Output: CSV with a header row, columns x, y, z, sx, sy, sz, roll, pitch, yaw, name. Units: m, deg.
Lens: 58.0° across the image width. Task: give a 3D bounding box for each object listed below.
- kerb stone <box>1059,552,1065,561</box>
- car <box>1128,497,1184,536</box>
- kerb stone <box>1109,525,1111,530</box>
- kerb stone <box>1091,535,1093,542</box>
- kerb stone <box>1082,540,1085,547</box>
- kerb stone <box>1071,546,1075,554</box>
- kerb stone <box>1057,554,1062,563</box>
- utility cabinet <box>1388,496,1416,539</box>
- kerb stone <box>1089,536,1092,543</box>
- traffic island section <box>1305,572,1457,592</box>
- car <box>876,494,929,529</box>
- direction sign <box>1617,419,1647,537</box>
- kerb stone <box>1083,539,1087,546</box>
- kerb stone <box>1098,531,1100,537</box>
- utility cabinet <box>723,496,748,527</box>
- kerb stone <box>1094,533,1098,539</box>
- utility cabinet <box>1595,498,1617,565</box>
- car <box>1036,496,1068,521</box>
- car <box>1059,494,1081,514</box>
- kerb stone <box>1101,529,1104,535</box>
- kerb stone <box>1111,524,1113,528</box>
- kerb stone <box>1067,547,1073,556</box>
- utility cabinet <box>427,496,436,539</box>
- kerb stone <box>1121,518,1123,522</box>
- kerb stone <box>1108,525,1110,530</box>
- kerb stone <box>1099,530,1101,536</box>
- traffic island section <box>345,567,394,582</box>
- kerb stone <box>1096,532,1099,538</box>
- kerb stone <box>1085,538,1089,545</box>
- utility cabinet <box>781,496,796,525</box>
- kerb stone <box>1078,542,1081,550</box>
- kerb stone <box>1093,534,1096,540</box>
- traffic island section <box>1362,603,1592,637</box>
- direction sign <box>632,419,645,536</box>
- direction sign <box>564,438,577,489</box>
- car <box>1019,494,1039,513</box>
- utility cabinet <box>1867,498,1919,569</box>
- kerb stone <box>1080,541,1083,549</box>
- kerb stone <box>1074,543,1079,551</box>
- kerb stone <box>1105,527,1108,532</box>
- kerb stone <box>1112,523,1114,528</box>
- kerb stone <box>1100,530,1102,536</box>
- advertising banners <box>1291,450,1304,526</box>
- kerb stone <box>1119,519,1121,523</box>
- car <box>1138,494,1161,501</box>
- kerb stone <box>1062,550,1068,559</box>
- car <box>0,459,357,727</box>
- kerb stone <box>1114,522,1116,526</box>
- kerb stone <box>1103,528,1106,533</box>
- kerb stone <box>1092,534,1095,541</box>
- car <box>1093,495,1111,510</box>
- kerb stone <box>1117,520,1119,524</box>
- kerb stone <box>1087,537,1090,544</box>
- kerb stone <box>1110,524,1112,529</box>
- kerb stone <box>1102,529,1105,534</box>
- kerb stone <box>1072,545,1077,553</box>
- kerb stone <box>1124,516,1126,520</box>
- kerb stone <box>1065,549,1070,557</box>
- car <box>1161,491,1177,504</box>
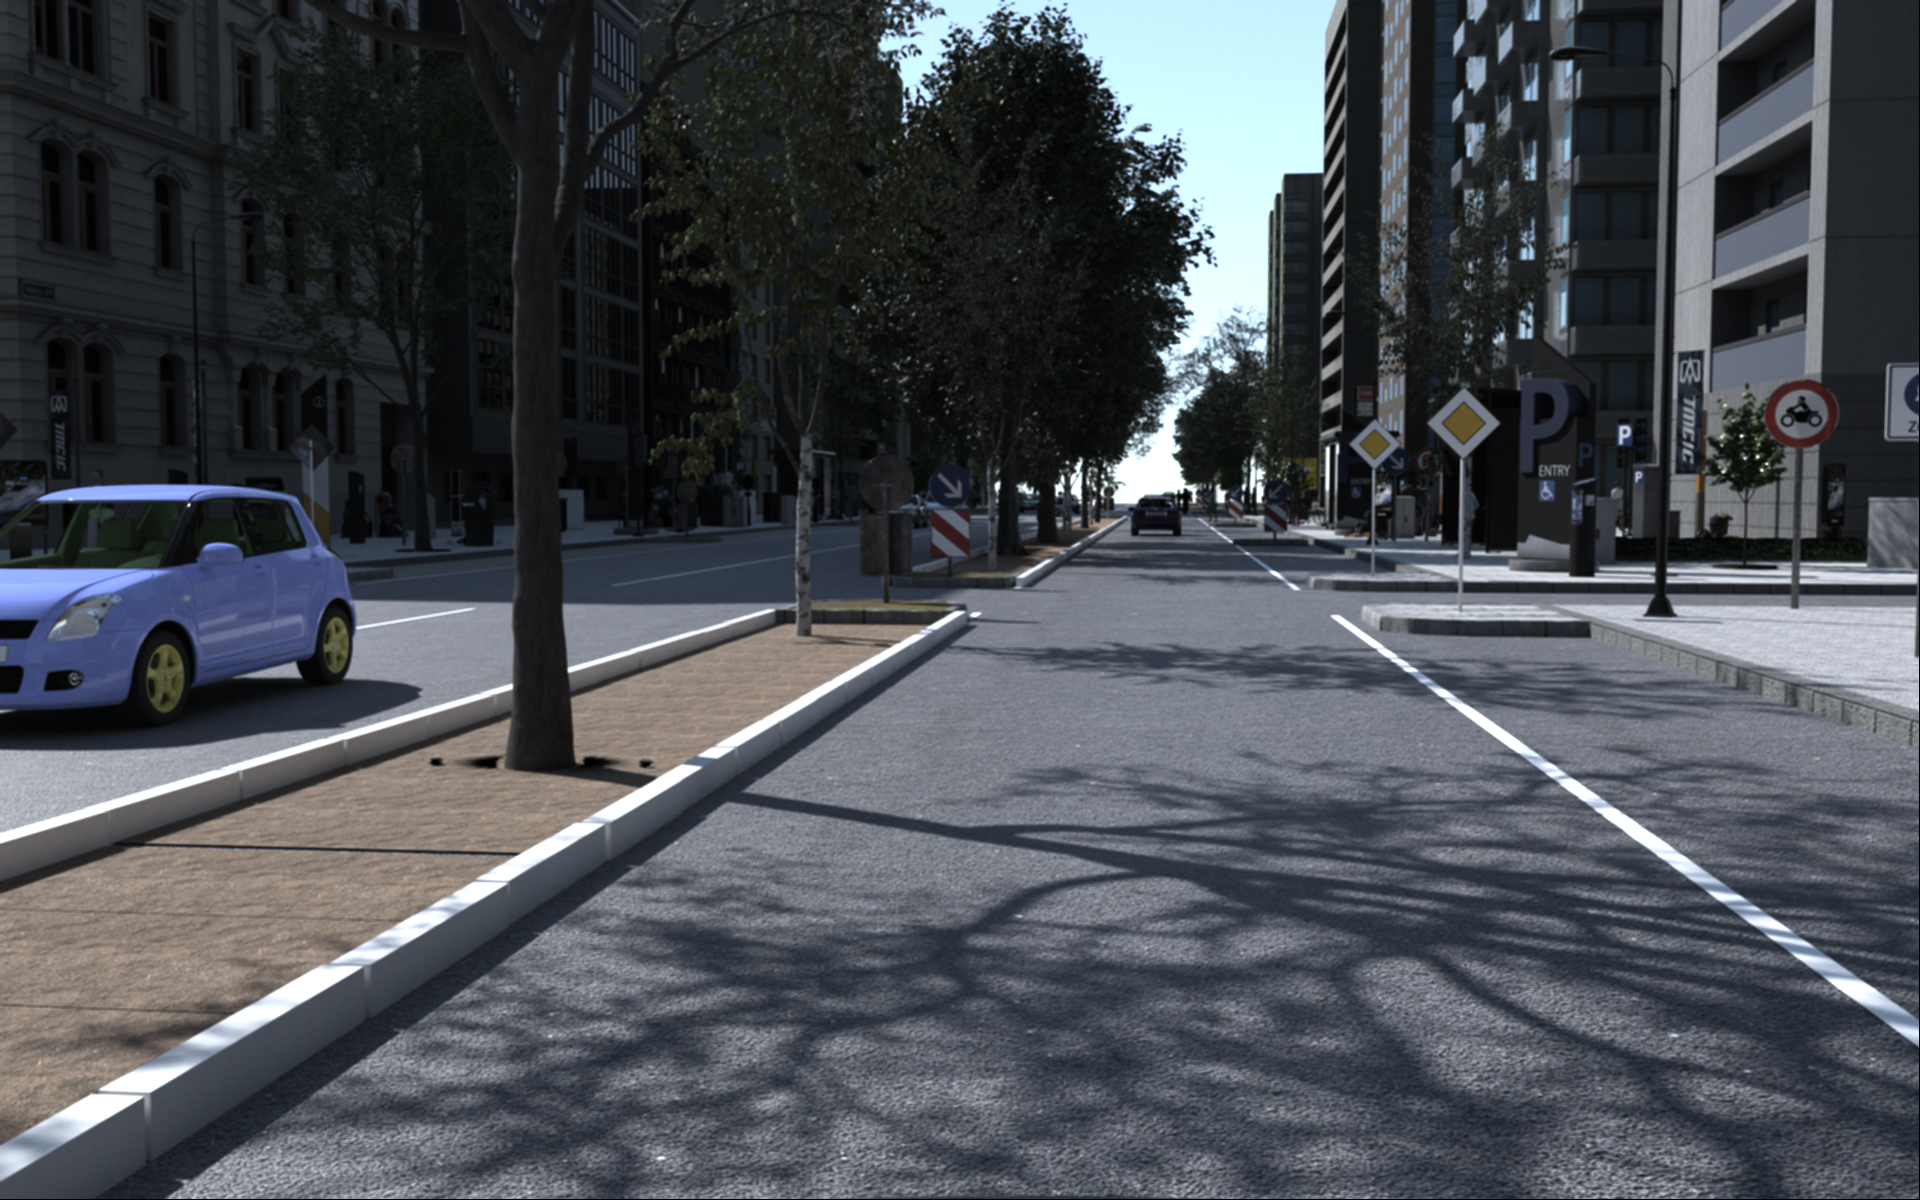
x,y,z,sx,sy,sz,roll,pitch,yaw,name
2.058,-0.860,36.306,0.120,0.150,1.000,0,4,7,kerb stone
6.845,-2.928,60.456,1.945,1.354,3.894,0,4,6,car
5.669,-2.731,66.850,0.120,0.150,1.000,0,4,7,kerb stone
3.741,-1.734,50.555,0.120,0.150,1.000,0,4,7,kerb stone
3.135,-1.423,45.460,0.120,0.150,1.000,0,4,7,kerb stone
2.536,-1.112,40.371,0.120,0.150,1.000,0,4,7,kerb stone
1.933,-0.799,35.284,0.120,0.150,1.000,0,4,7,kerb stone
12.677,-2.386,50.175,1.020,1.237,0.306,-1,4,-20,utility cabinet
3.617,-1.672,49.537,0.120,0.150,1.000,0,4,7,kerb stone
6.434,-0.277,26.815,2.009,0.180,2.903,0,4,7,traffic island section
-2.418,-3.783,73.654,2.131,1.459,4.920,0,4,5,car
20.136,-3.668,51.964,0.876,3.537,0.379,0,4,-1,direction sign
3.254,-1.485,46.475,0.120,0.150,1.000,0,4,7,kerb stone
4.340,-2.043,55.634,0.120,0.150,1.000,0,4,7,kerb stone
-8.677,-3.413,66.967,1.020,1.237,0.306,2,4,34,utility cabinet
4.099,-1.919,53.601,0.120,0.150,1.000,0,4,7,kerb stone
11.443,-1.256,31.692,1.020,1.237,0.306,1,4,10,utility cabinet
5.136,-5.008,94.468,1.945,1.354,3.894,0,4,7,car
7.761,-7.041,124.909,2.009,1.686,4.222,0,4,6,car
4.703,-2.232,58.690,0.120,0.150,1.000,0,4,7,kerb stone
5.901,-2.855,68.882,0.120,0.150,1.000,0,4,7,kerb stone
2.416,-1.050,39.356,0.120,0.150,1.000,0,4,7,kerb stone
-15.358,-2.389,50.214,0.306,1.237,1.020,-1,4,-18,utility cabinet
7.710,-3.789,84.176,0.120,0.150,1.000,0,4,7,kerb stone
5.548,-2.667,65.824,0.120,0.150,1.000,0,4,7,kerb stone
4.459,-2.107,56.649,0.120,0.150,1.000,0,4,7,kerb stone
-10.788,-0.402,28.846,2.009,0.180,2.903,0,4,7,traffic island section
4.218,-1.983,54.619,0.120,0.150,1.000,0,4,7,kerb stone
3.374,-1.545,47.497,0.120,0.150,1.000,0,4,7,kerb stone
-7.202,-3.764,72.706,0.306,1.237,1.020,1,4,15,utility cabinet
2.893,-1.299,43.426,0.120,0.150,1.000,0,4,7,kerb stone
3.981,-1.855,52.586,0.120,0.150,1.000,0,4,7,kerb stone
5.498,0.208,18.885,2.009,0.180,2.903,0,4,7,traffic island section
-9.779,-3.705,52.574,0.379,3.537,0.876,0,4,-1,direction sign
-15.765,-4.783,70.205,0.876,3.537,0.379,3,5,44,direction sign
5.423,-7.611,133.233,1.959,1.807,4.718,1,4,8,car
16.313,-1.156,30.070,0.306,1.237,1.020,-2,4,-25,utility cabinet
3.016,-1.361,44.440,0.120,0.150,1.000,0,4,7,kerb stone
2.774,-1.236,42.410,0.120,0.150,1.000,0,4,7,kerb stone
5.184,-2.480,62.772,0.120,0.150,1.000,0,4,7,kerb stone
6.143,-2.980,70.917,0.120,0.150,1.000,0,4,7,kerb stone
4.582,-2.167,57.674,0.120,0.150,1.000,0,4,7,kerb stone
13.482,-4.465,69.196,0.090,3.025,2.074,0,4,0,advertising banners
7.344,-3.604,81.125,0.120,0.150,1.000,0,4,7,kerb stone
13.443,-6.795,120.892,2.009,1.686,4.222,0,4,5,car
2.179,-0.923,37.321,0.120,0.150,1.000,0,4,7,kerb stone
-5.632,-0.138,11.843,1.945,1.707,3.694,0,4,5,car
6.380,-3.098,72.949,0.120,0.150,1.000,0,4,7,kerb stone
4.939,-2.356,60.731,0.120,0.150,1.000,0,4,7,kerb stone
3.859,-1.792,51.571,0.120,0.150,1.000,0,4,7,kerb stone
13.050,-8.928,158.340,2.083,1.381,4.827,0,4,5,car
6.983,-3.417,78.055,0.120,0.150,1.000,0,4,7,kerb stone
3.493,-1.610,48.521,0.120,0.150,1.000,0,4,7,kerb stone
5.787,-2.793,67.866,0.120,0.150,1.000,0,4,7,kerb stone
4.832,-2.294,59.704,0.120,0.150,1.000,0,4,7,kerb stone
2.661,-1.168,41.391,0.120,0.150,1.000,0,4,7,kerb stone
8.544,-4.225,91.298,0.120,0.150,1.000,0,4,7,kerb stone
2.299,-0.987,38.340,0.120,0.150,1.000,0,4,7,kerb stone
29.369,-14.361,243.472,2.281,1.827,5.304,0,4,7,car
